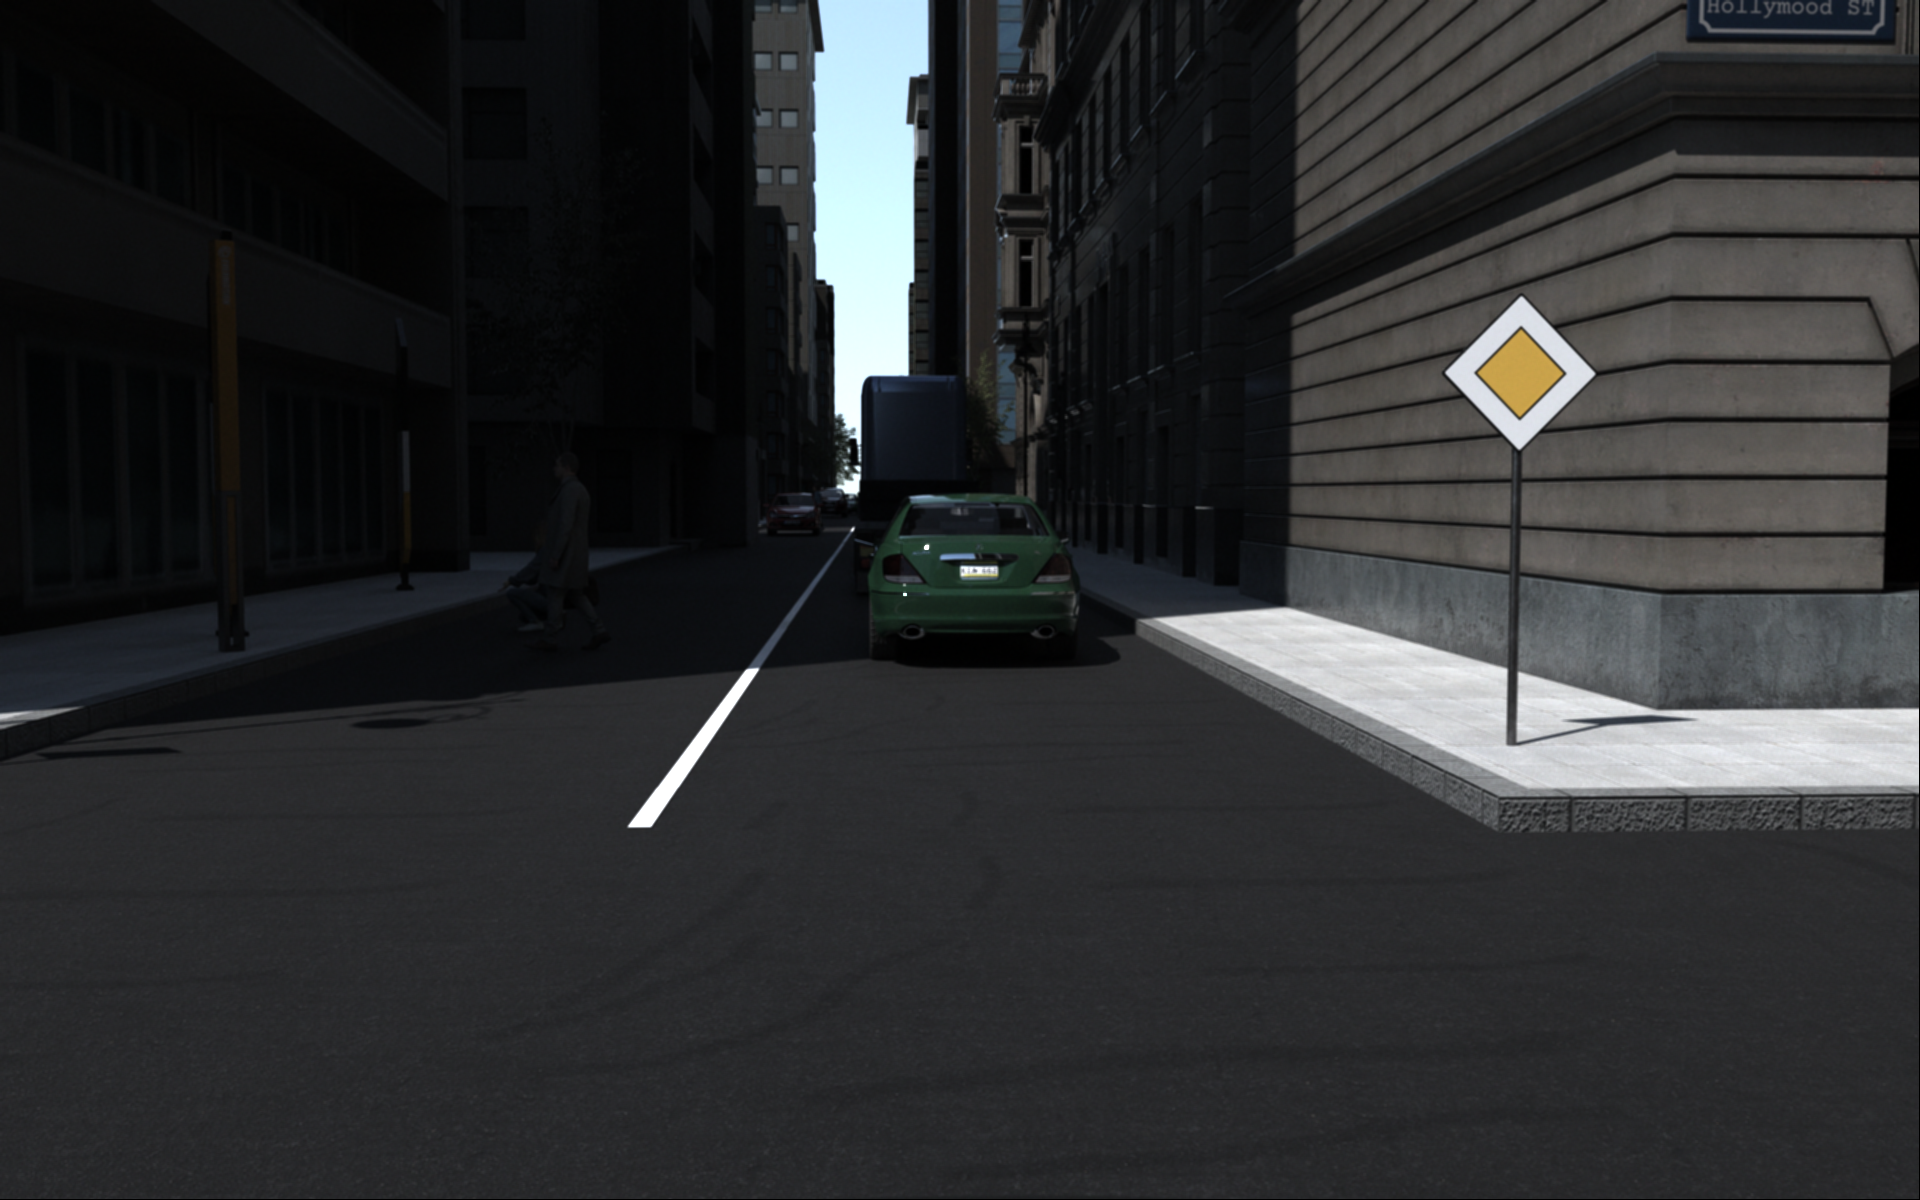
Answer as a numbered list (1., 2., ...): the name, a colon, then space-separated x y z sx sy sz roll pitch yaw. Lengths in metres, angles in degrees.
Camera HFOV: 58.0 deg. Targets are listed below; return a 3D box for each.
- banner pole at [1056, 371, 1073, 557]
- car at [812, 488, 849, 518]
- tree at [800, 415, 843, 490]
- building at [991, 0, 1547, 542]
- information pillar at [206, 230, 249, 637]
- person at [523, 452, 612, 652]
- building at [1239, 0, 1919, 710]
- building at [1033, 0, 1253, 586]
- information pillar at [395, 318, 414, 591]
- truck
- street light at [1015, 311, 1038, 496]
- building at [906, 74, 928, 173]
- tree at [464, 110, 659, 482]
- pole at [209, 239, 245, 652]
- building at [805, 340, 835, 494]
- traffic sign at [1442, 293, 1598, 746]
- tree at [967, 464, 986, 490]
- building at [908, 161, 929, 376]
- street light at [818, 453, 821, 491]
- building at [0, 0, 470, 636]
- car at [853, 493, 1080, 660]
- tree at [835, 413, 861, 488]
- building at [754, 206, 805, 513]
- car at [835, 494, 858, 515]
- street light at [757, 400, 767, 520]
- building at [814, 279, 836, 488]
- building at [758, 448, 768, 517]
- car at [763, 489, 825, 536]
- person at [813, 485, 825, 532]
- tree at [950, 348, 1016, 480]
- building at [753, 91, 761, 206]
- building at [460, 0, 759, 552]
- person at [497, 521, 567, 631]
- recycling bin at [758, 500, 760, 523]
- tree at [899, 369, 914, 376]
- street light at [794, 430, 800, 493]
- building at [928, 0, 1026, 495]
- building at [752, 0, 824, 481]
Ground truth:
1. banner pole: 2.042 -2.752 35.010 0.401 3.779 0.863 1 4 15
2. car: -7.996 -6.026 107.205 2.281 1.827 5.304 0 4 -2
3. tree: -13.144 -12.866 160.719 4.360 8.622 3.978 0 3 0
4. building: 8.542 -15.118 66.259 14.460 24.649 34.723 0 4 -3
5. information pillar: -6.636 -1.484 15.619 0.183 3.616 0.504 -3 5 -41
6. person: -3.601 -0.442 15.833 0.767 1.812 0.694 0 3 0
7. building: 20.808 -12.011 15.462 34.723 24.649 14.460 0 4 -3
8. building: 8.616 -14.586 35.744 12.463 27.353 25.104 0 4 -3
9. information pillar: -7.390 -1.935 22.993 0.183 3.616 0.504 -2 4 -26
10. truck: -0.754 -2.681 33.588 2.967 4.110 18.799 0 4 -3
11. street light: 1.660 -4.342 43.784 0.468 5.910 1.993 0 4 -3
12. building: 7.922 -38.302 215.470 28.713 52.752 27.495 0 4 -3
13. tree: -7.766 -5.061 33.111 4.360 8.622 3.978 0 3 0
14. pole: -5.946 -1.235 14.044 0.158 3.312 0.155 0 3 0
15. building: -29.306 -22.215 208.258 27.650 21.520 28.899 0 4 -3
16. traffic sign: 2.812 -0.314 8.776 0.795 2.450 0.064 0 4 -3
17. tree: 0.298 -5.989 92.522 1.663 3.219 1.824 0 3 0
18. building: 2.909 -23.325 153.063 14.160 30.474 14.107 0 4 -3
19. street light: -13.741 -11.968 168.457 0.468 5.910 1.993 0 4 -3
20. building: -18.437 -24.047 16.864 21.300 48.544 21.600 0 4 -3
21. car: 0.048 -0.283 16.433 2.131 1.459 4.920 0 4 -3
22. tree: -17.427 -19.839 242.487 7.486 12.596 7.792 0 3 0
23. building: -25.240 -16.687 117.879 27.650 21.520 28.899 0 4 -3
24. car: -7.835 -6.828 120.439 1.959 1.807 4.718 0 4 -5
25. street light: -9.766 -6.864 85.019 0.468 5.910 1.993 0 4 -3
26. building: -23.794 -28.014 229.731 14.160 30.474 14.107 0 4 -3
27. building: -21.009 -39.972 91.800 20.563 71.187 20.611 0 4 -3
28. car: -5.817 -3.165 60.784 2.155 1.783 4.494 0 4 -4
29. person: -5.251 -3.398 64.395 0.444 1.785 0.601 1 4 16
30. tree: 0.740 -8.429 88.176 4.737 8.622 4.395 0 3 0
31. building: -29.550 -27.624 143.531 32.217 40.220 23.993 0 4 -3
32. building: -12.691 -16.625 43.520 14.160 30.474 14.107 0 4 -3
33. person: -4.515 -0.254 18.150 0.738 1.151 1.012 1 4 8
34. recycling bin: -9.321 -3.956 77.235 0.722 1.027 0.722 0 4 2
35. tree: -4.359 -15.815 168.940 12.009 13.543 11.850 0 3 0
36. street light: -11.644 -9.263 124.244 0.468 5.910 1.993 0 4 -3
37. building: 5.021 -28.373 114.014 14.600 45.320 14.200 0 4 -3
38. building: -28.686 -36.081 179.158 28.713 52.752 27.495 0 4 -3
